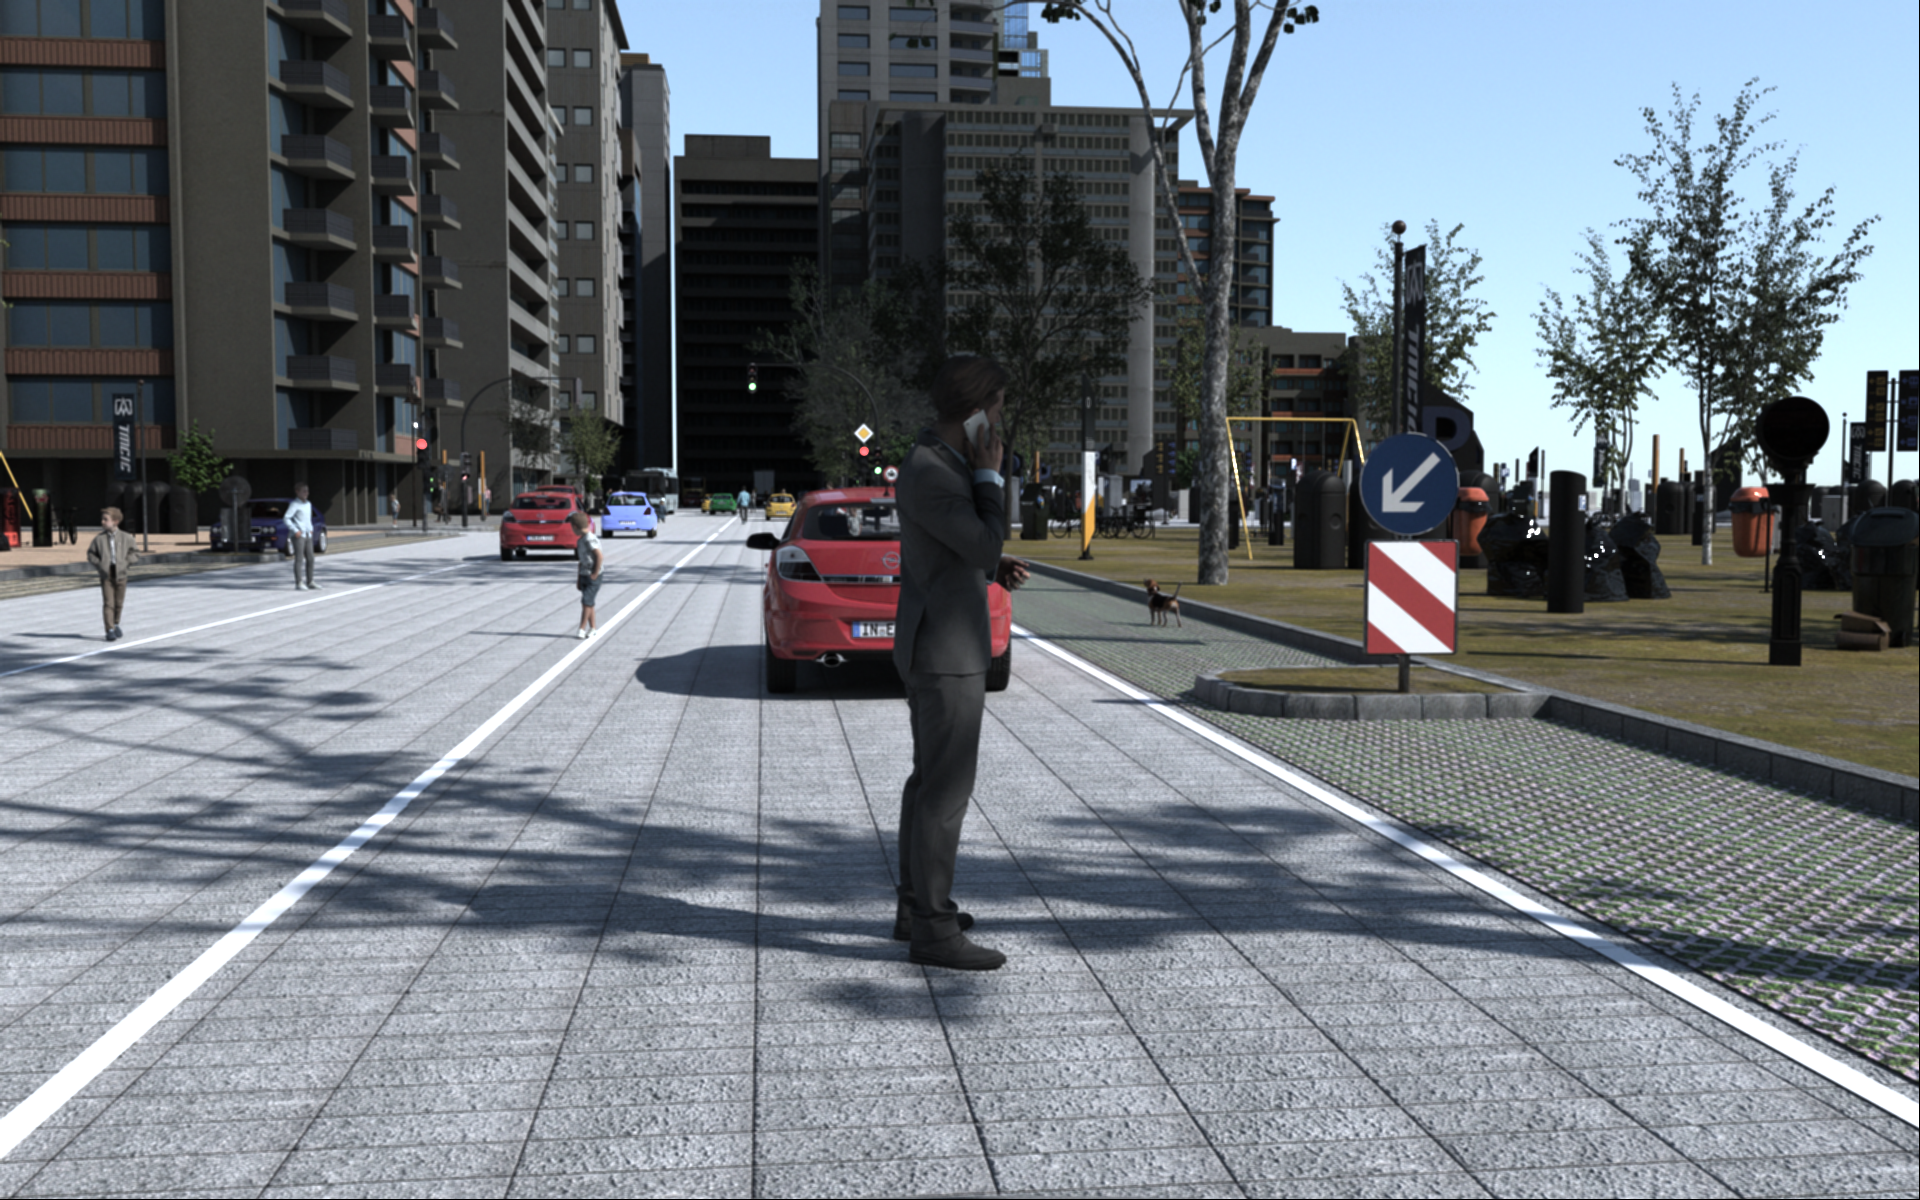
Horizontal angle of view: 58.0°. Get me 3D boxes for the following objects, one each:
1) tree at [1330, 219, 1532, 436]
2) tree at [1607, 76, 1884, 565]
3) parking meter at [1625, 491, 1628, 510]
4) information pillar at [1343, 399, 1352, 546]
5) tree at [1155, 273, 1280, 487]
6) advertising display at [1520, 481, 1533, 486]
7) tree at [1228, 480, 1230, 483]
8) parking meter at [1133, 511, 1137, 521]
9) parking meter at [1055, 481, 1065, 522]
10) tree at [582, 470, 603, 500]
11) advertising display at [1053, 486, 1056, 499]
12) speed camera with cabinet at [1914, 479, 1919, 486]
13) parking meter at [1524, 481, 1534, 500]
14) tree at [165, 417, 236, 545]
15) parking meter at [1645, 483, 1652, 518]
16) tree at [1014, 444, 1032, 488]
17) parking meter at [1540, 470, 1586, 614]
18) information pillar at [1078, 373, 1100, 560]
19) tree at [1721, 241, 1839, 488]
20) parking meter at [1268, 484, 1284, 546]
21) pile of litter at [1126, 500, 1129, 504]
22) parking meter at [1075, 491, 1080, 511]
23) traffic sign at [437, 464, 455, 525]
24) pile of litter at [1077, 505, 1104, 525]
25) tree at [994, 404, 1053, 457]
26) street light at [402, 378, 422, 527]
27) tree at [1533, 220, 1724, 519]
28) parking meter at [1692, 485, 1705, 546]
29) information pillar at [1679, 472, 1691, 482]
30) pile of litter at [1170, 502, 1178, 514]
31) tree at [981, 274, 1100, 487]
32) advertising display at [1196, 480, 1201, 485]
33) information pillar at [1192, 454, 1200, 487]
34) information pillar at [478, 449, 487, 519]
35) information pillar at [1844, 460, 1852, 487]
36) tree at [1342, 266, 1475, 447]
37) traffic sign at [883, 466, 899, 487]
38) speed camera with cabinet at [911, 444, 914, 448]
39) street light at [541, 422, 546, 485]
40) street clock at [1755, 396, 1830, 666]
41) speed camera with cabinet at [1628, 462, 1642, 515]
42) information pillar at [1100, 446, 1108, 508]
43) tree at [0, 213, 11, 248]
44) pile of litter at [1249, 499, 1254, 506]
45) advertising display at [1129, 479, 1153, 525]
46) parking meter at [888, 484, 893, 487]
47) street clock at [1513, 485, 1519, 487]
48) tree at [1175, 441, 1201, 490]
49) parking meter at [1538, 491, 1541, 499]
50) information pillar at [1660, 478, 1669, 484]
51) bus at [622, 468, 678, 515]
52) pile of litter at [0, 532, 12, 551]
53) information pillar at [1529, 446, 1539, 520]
[{"bbox_3d":[12.051,-5.827,45.641,4.737,8.622,4.395,0,3,0],"label":"tree"},{"bbox_3d":[13.683,-4.931,30.981,4.360,8.622,3.978,0,3,0],"label":"tree"},{"bbox_3d":[51.026,-7.613,132.882,0.372,1.533,0.369,0,3,0],"label":"parking meter"},{"bbox_3d":[9.490,-3.127,42.479,0.183,3.616,0.504,0,4,-4],"label":"information pillar"},{"bbox_3d":[8.307,-6.553,57.499,4.737,8.622,4.395,0,3,0],"label":"tree"},{"bbox_3d":[27.350,-4.799,83.683,0.123,1.923,0.974,-1,4,-16],"label":"advertising display"},{"bbox_3d":[16.860,-7.389,115.406,1.663,3.219,1.824,0,3,0],"label":"tree"},{"bbox_3d":[7.920,-4.459,78.621,0.255,1.863,0.399,1,4,15],"label":"parking meter"},{"bbox_3d":[4.550,-4.469,78.784,0.399,1.863,0.255,1,4,10],"label":"parking meter"},{"bbox_3d":[-29.112,-8.679,136.505,1.663,3.219,1.824,0,3,0],"label":"tree"},{"bbox_3d":[7.334,-7.899,134.356,0.123,1.923,0.974,2,4,32],"label":"advertising display"},{"bbox_3d":[57.774,-6.772,105.063,0.660,3.252,2.038,-1,4,-16],"label":"speed camera with cabinet"},{"bbox_3d":[25.952,-4.484,79.019,0.399,1.863,0.255,0,4,-2],"label":"parking meter"},{"bbox_3d":[-19.204,-3.011,43.829,1.663,3.219,1.824,0,3,0],"label":"tree"},{"bbox_3d":[37.511,-5.417,94.275,0.399,1.863,0.255,0,4,0],"label":"parking meter"},{"bbox_3d":[3.380,-7.783,110.968,4.285,4.588,4.351,0,3,0],"label":"tree"},{"bbox_3d":[6.561,-0.631,18.727,0.372,1.533,0.369,0,3,0],"label":"parking meter"},{"bbox_3d":[2.499,-2.598,33.824,0.183,3.616,0.504,2,4,28],"label":"information pillar"},{"bbox_3d":[22.898,-6.068,49.570,4.737,8.622,4.395,0,3,0],"label":"tree"},{"bbox_3d":[7.890,-2.127,43.195,0.372,1.533,0.369,0,3,0],"label":"parking meter"},{"bbox_3d":[12.285,-7.026,128.844,1.719,0.858,1.176,0,4,6],"label":"pile of litter"},{"bbox_3d":[8.793,-7.407,129.521,0.372,1.533,0.369,0,3,0],"label":"parking meter"},{"bbox_3d":[-21.556,-4.438,72.662,0.768,2.556,0.104,0,4,-4],"label":"traffic sign"},{"bbox_3d":[5.614,-3.526,71.611,1.719,0.858,1.176,0,4,-4],"label":"pile of litter"},{"bbox_3d":[4.396,-10.486,121.812,4.737,8.622,4.395,0,3,0],"label":"tree"},{"bbox_3d":[-21.347,-5.801,67.635,0.468,5.910,1.993,0,4,-6],"label":"street light"},{"bbox_3d":[17.486,-5.861,46.184,4.737,8.622,4.395,0,3,0],"label":"tree"},{"bbox_3d":[18.444,-2.123,43.122,0.372,1.533,0.369,0,3,0],"label":"parking meter"},{"bbox_3d":[26.159,-3.544,62.429,0.304,2.012,0.304,2,4,33],"label":"information pillar"},{"bbox_3d":[14.031,-6.009,112.212,1.719,0.858,1.176,-1,4,-22],"label":"pile of litter"},{"bbox_3d":[2.403,-6.563,57.661,4.360,8.622,3.978,0,3,0],"label":"tree"},{"bbox_3d":[11.112,-4.544,79.515,0.123,1.923,0.974,3,4,37],"label":"advertising display"},{"bbox_3d":[13.934,-6.787,102.315,0.183,3.616,0.504,-3,5,-45],"label":"information pillar"},{"bbox_3d":[-24.939,-6.053,90.324,0.183,3.616,0.504,2,4,25],"label":"information pillar"},{"bbox_3d":[60.387,-7.736,117.837,0.504,3.616,0.183,2,4,34],"label":"information pillar"},{"bbox_3d":[13.933,-6.381,54.697,4.360,8.622,3.978,0,3,0],"label":"tree"},{"bbox_3d":[-3.061,-4.727,77.385,0.768,2.556,0.104,0,4,-4],"label":"traffic sign"},{"bbox_3d":[-2.122,-4.567,69.011,0.660,3.252,2.038,0,4,-5],"label":"speed camera with cabinet"},{"bbox_3d":[-25.761,-8.214,107.079,0.468,5.910,1.993,0,4,-6],"label":"street light"},{"bbox_3d":[6.198,-0.513,12.954,0.471,2.002,0.358,1,4,15],"label":"street clock"},{"bbox_3d":[41.338,-6.829,105.992,0.660,3.252,2.038,1,4,15],"label":"speed camera with cabinet"},{"bbox_3d":[6.946,-5.660,83.900,0.504,3.616,0.183,0,4,3],"label":"information pillar"},{"bbox_3d":[-18.219,-4.803,28.891,4.737,8.622,4.395,0,3,0],"label":"tree"},{"bbox_3d":[24.585,-8.084,146.142,1.719,0.858,1.176,2,4,31],"label":"pile of litter"},{"bbox_3d":[7.607,-4.132,72.774,0.974,1.923,0.123,0,4,6],"label":"advertising display"},{"bbox_3d":[-4.240,-6.010,103.971,0.255,1.863,0.399,3,4,38],"label":"parking meter"},{"bbox_3d":[44.461,-8.188,138.442,0.358,2.002,0.471,-2,4,-30],"label":"street clock"},{"bbox_3d":[14.725,-7.579,107.629,4.285,4.588,4.351,0,3,0],"label":"tree"},{"bbox_3d":[41.937,-7.141,125.169,0.372,1.533,0.369,0,3,0],"label":"parking meter"},{"bbox_3d":[31.403,-4.452,77.277,0.304,2.012,0.304,2,4,35],"label":"information pillar"},{"bbox_3d":[-21.185,-7.610,119.290,2.948,3.499,13.247,0,4,-5],"label":"bus"},{"bbox_3d":[-21.941,-1.500,38.494,1.176,0.858,1.719,3,5,42],"label":"pile of litter"},{"bbox_3d":[28.071,-5.714,84.773,0.183,3.616,0.504,-3,4,-36],"label":"information pillar"}]
